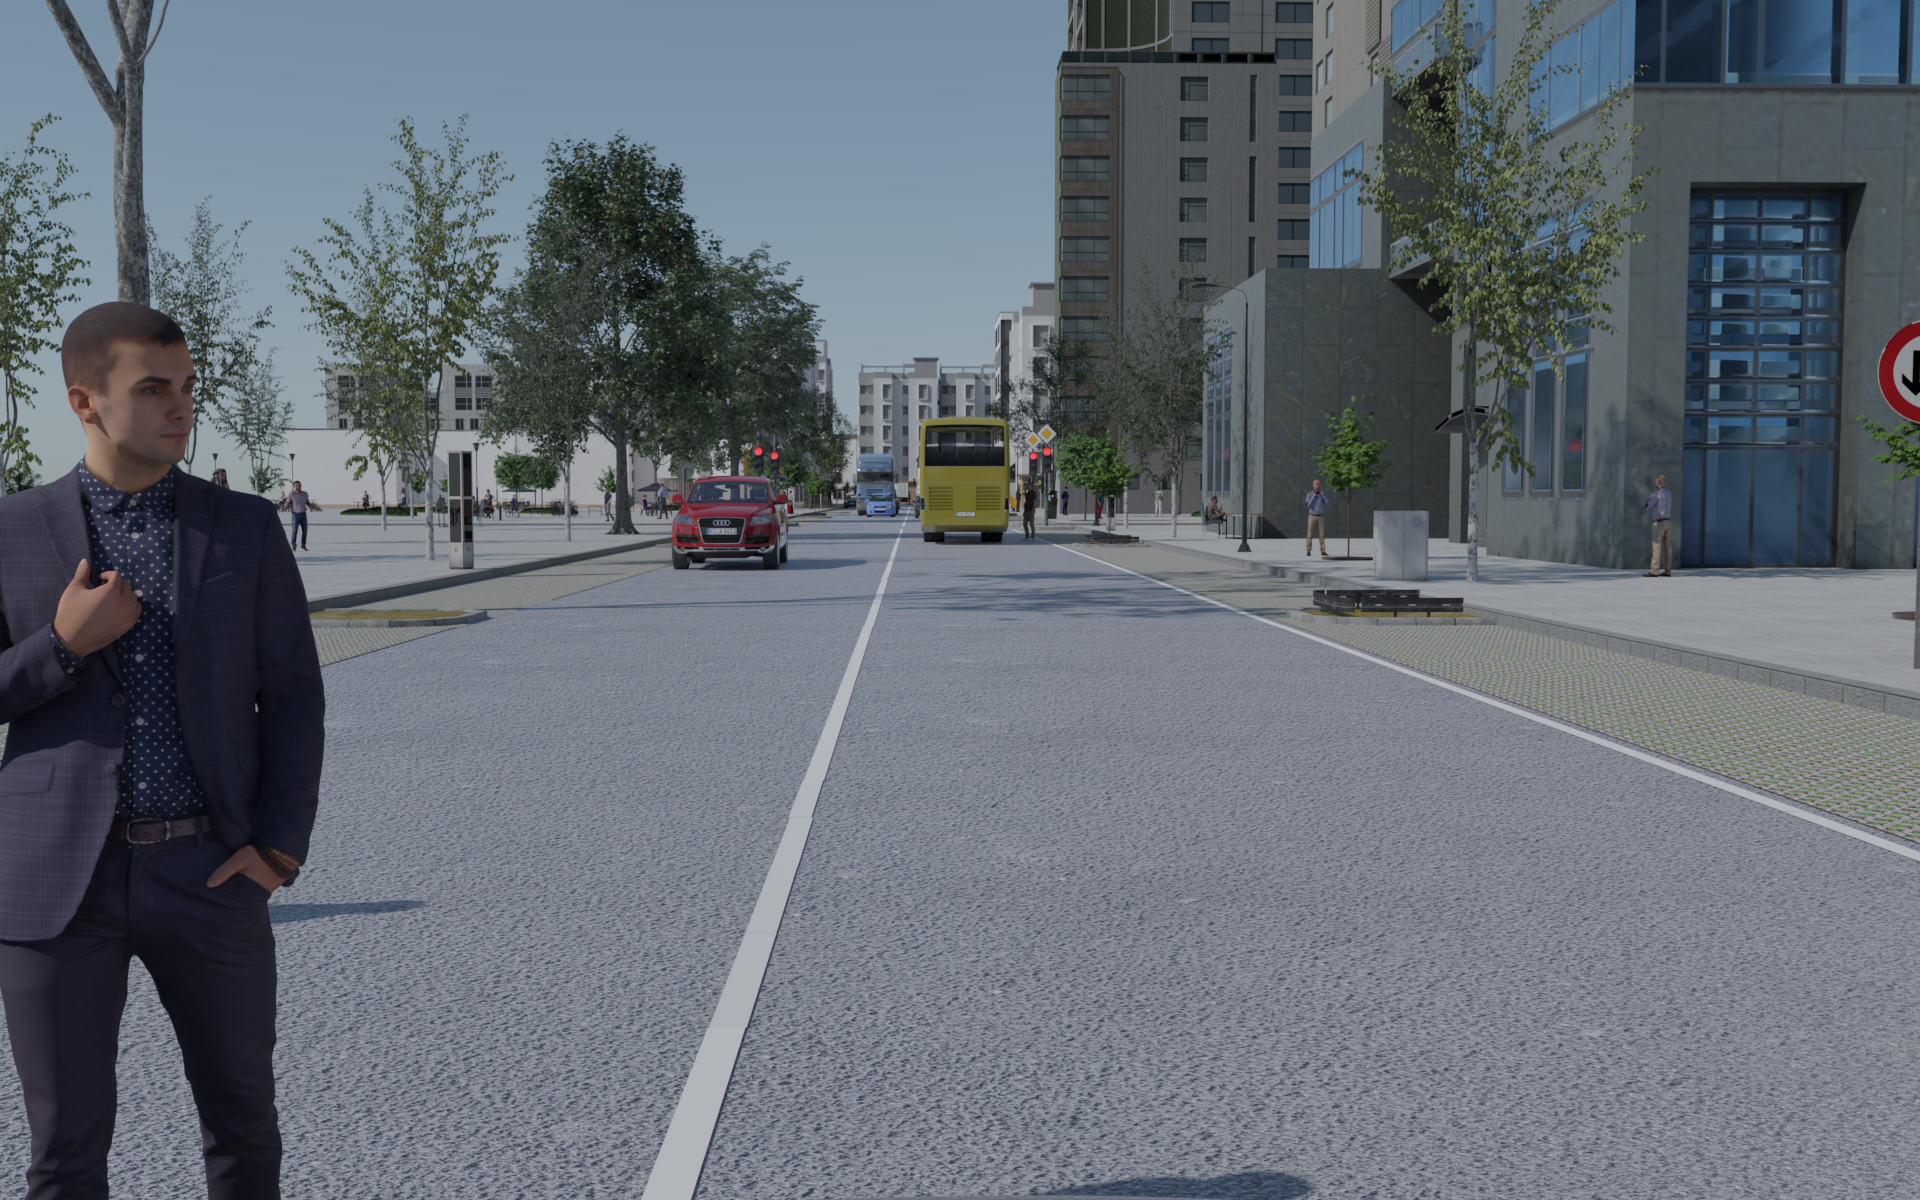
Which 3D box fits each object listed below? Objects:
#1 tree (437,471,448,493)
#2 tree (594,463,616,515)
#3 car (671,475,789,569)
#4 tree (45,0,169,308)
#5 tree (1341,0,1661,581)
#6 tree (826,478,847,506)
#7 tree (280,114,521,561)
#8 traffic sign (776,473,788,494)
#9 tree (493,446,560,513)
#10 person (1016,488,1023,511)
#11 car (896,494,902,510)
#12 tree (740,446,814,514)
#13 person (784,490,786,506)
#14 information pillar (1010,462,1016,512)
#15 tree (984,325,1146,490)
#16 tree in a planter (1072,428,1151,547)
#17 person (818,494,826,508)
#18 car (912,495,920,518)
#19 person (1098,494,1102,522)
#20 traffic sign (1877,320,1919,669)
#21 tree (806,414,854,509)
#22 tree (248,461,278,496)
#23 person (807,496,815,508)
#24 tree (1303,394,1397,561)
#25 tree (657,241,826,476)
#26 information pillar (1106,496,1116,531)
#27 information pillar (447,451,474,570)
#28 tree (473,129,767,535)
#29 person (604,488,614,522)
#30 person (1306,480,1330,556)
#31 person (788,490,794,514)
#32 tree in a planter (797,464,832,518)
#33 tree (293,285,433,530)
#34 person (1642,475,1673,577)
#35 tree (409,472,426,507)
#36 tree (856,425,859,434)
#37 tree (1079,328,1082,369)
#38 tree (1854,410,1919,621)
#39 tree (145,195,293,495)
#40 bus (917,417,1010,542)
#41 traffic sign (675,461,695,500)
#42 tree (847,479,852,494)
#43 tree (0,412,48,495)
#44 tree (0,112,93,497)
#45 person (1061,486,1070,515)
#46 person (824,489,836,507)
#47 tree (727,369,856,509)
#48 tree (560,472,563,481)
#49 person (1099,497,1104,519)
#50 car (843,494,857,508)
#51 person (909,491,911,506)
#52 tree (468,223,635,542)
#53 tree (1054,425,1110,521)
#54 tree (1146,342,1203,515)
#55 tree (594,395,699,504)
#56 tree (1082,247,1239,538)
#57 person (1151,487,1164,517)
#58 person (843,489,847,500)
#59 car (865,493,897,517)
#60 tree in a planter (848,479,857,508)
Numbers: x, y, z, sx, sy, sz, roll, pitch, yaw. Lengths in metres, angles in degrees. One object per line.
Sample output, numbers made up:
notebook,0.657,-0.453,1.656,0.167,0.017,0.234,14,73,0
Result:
tree,-35.752,-7.759,121.453,1.663,3.219,1.824,0,3,0
tree,-21.622,-6.894,107.313,1.663,3.219,1.824,0,3,0
car,-4.542,-1.590,34.665,2.281,1.827,5.304,0,4,-3
tree,-10.686,-9.956,18.674,12.611,20.169,13.585,0,3,0
tree,7.764,-4.574,25.146,4.737,8.622,4.395,0,3,0
tree,-13.584,-11.645,184.996,1.663,3.219,1.824,0,3,0
tree,-10.453,-5.076,33.359,4.737,8.622,4.395,0,3,0
traffic sign,-10.796,-6.398,104.705,0.768,2.556,0.104,0,4,0
tree,-30.221,-8.194,117.691,4.285,4.588,4.351,0,3,0
person,4.520,-7.698,132.593,0.600,1.739,0.565,-1,4,-15
car,-6.384,-9.165,160.068,2.015,1.641,3.980,0,4,-1
tree,-11.297,-7.901,112.887,4.285,4.588,4.351,0,3,0
person,-15.104,-8.668,147.898,0.598,1.807,0.434,-1,4,-9
information pillar,3.832,-8.236,126.006,0.504,3.616,0.183,0,4,2
tree,5.184,-9.922,96.630,8.767,10.594,7.601,0,4,-4
tree in a planter,4.079,-3.047,47.033,1.991,3.239,1.994,0,4,-1
person,-13.288,-9.658,164.669,1.217,1.743,0.721,1,4,23
car,-1.853,-5.739,103.625,2.009,1.686,4.222,0,4,-2
person,6.336,-4.377,79.314,0.444,1.614,0.593,1,4,17
traffic sign,7.045,-0.766,12.635,0.768,2.556,0.104,0,4,6
tree,-12.055,-12.391,152.954,4.737,8.622,4.395,0,3,0
tree,-40.386,-6.471,100.397,1.663,3.219,1.824,0,3,0
person,-13.272,-8.918,155.113,1.065,1.426,0.557,1,4,17
tree,7.584,-2.384,33.586,1.663,3.219,1.824,0,3,0
tree,-11.494,-11.039,87.141,9.857,13.997,8.962,0,3,0
information pillar,5.275,-3.428,60.537,0.304,2.012,0.304,0,4,-2
information pillar,-8.507,-1.530,29.504,0.304,2.012,0.304,1,4,20
tree,-10.842,-8.425,54.757,9.611,12.733,9.660,0,3,0
person,-16.326,-4.424,80.591,0.471,1.553,0.569,-1,4,-14
person,7.419,-1.703,35.954,0.516,1.574,0.319,0,4,-2
person,-10.712,-6.183,109.607,0.387,1.526,0.523,-2,4,-28
tree in a planter,-8.601,-6.447,102.628,1.991,3.239,1.994,0,4,-1
tree,-20.332,-6.745,60.645,4.360,8.622,3.978,0,3,0
person,10.800,-1.141,26.763,0.516,1.574,0.319,-2,4,-25
tree,-41.966,-8.564,134.619,1.663,3.219,1.824,0,3,0
tree,-12.534,-12.846,144.445,8.767,10.594,7.601,0,4,0
tree,6.330,-6.930,63.672,4.360,8.622,3.978,0,3,0
tree,9.980,-1.409,17.631,1.663,3.219,1.824,0,3,0
tree,-19.290,-5.678,43.190,4.360,8.622,3.978,0,3,0
bus,0.045,-3.839,54.320,2.896,3.916,12.252,0,4,-1
traffic sign,-9.859,-3.780,61.909,0.768,2.556,0.104,0,4,7
tree,-13.939,-13.506,215.425,1.663,3.219,1.824,0,3,0
tree,-67.449,-12.955,113.643,13.155,14.587,18.604,-2,4,-24
tree,-17.752,-4.965,31.535,4.737,8.622,4.395,0,3,0
person,6.401,-5.958,104.158,0.504,1.737,0.576,2,4,27
person,-12.954,-10.129,172.167,1.217,1.766,0.721,-1,4,-22
tree,-12.377,-11.286,118.944,8.767,10.594,7.601,0,4,8
tree,-30.304,-8.694,125.865,4.285,4.588,4.351,0,3,0
person,7.176,-4.966,88.149,0.530,1.710,0.541,3,5,40
car,-10.650,-9.968,172.757,2.009,1.686,4.222,0,4,0
person,-6.271,-12.757,217.090,0.705,1.823,1.348,0,4,-2
tree,-10.806,-5.882,46.539,4.360,8.622,3.978,0,3,0
tree,5.981,-6.059,82.783,4.285,4.588,4.351,0,3,0
tree,13.746,-10.490,105.931,7.601,10.594,8.767,1,4,10
tree,-25.244,-14.266,143.614,12.009,13.543,11.850,0,3,0
tree,6.078,-6.145,50.838,4.360,8.622,3.978,0,3,0
person,11.073,-5.497,96.648,0.376,1.734,0.841,-3,5,-40
person,-13.466,-12.047,202.973,0.705,1.831,1.348,1,4,10
car,-4.884,-5.987,107.480,1.945,1.707,3.694,0,3,0
tree in a planter,-10.600,-11.116,178.973,1.991,3.239,1.994,0,4,-1
